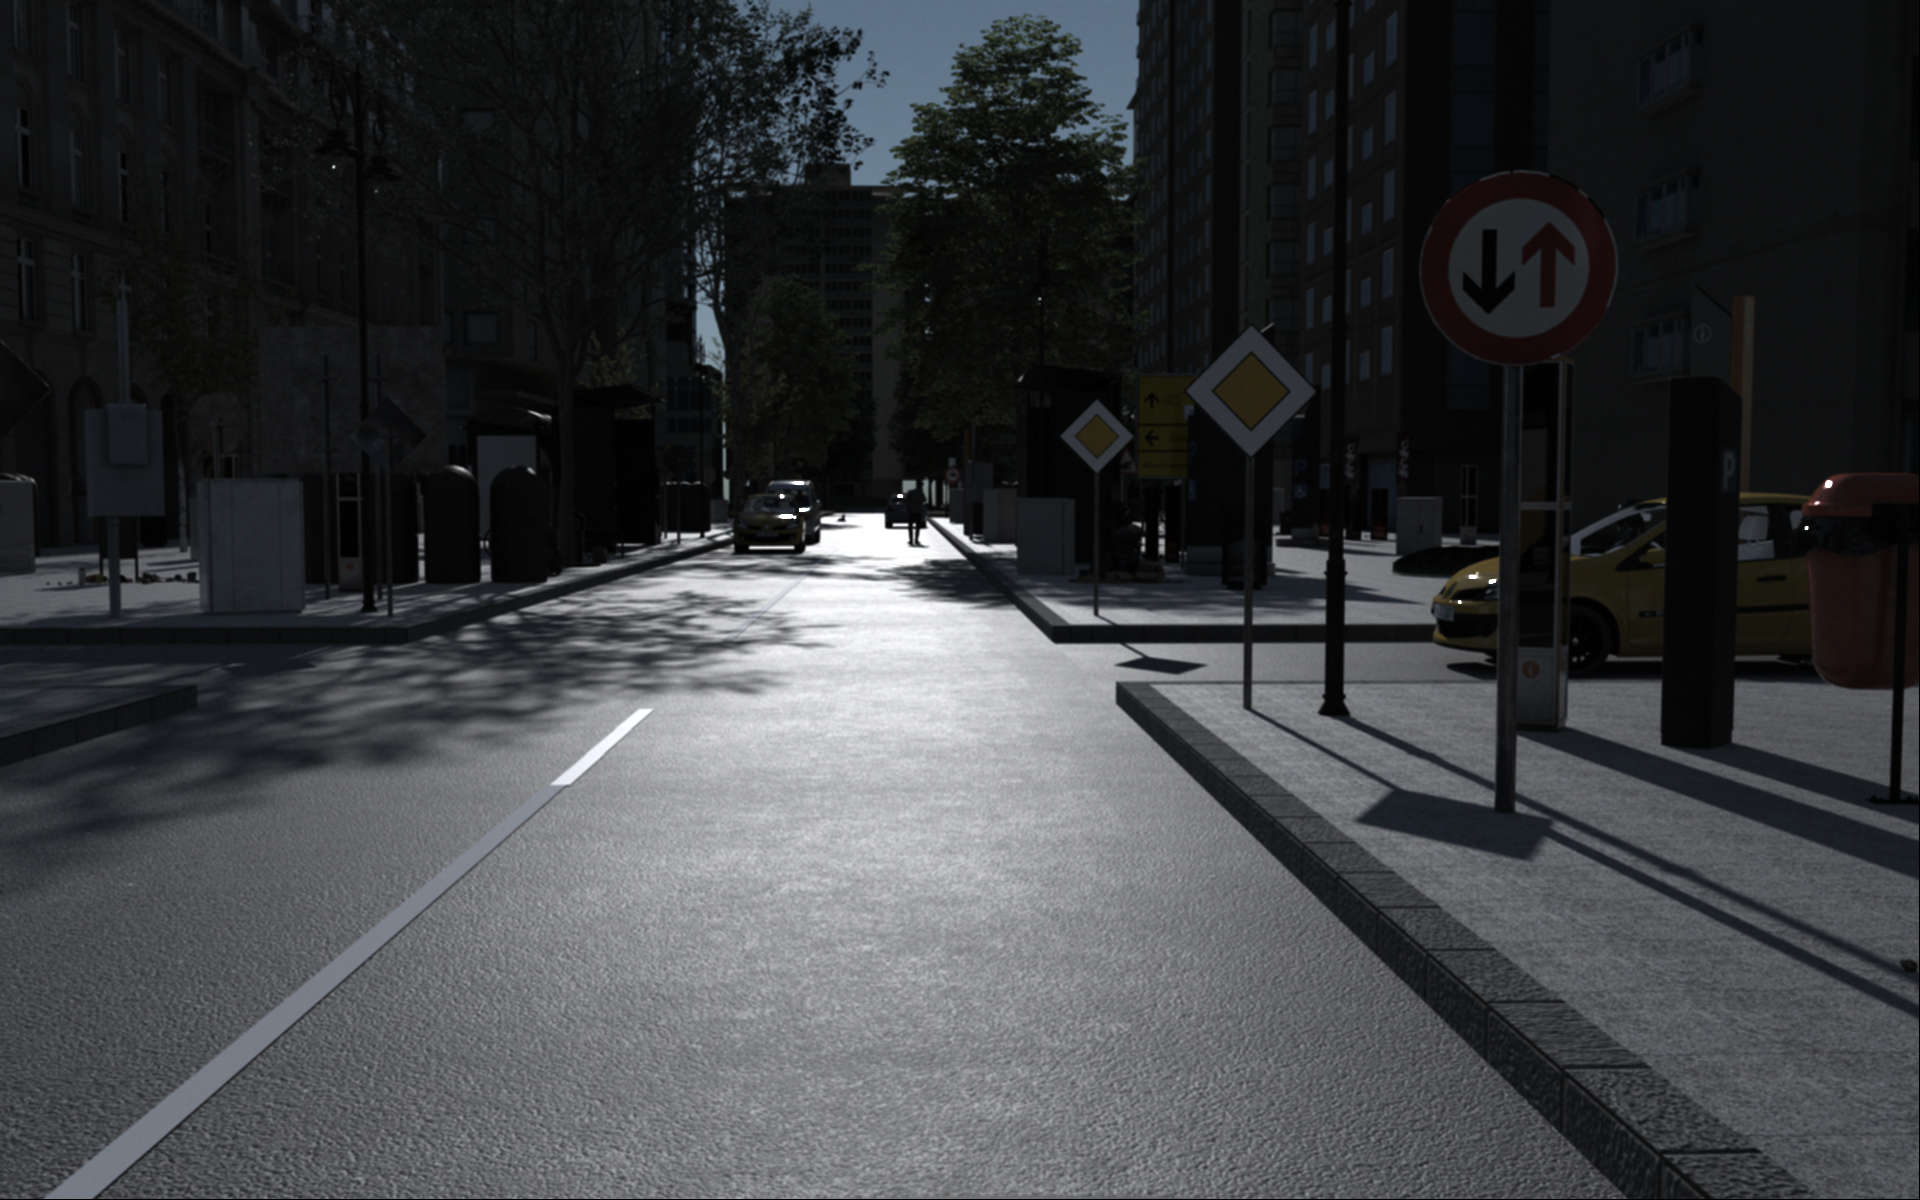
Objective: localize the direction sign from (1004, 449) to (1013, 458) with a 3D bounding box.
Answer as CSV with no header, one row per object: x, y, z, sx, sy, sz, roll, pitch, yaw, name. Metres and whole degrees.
2.407,-5.851,87.656,0.379,3.537,0.876,3,5,41,direction sign

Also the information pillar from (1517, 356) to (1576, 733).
3.149,-0.302,9.436,0.304,2.012,0.304,2,4,28,information pillar

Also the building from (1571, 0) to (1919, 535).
26.033,-25.492,40.500,21.600,48.544,21.300,0,4,-2,building

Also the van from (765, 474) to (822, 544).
-5.053,-2.705,51.238,2.013,2.044,4.112,0,4,-1,van

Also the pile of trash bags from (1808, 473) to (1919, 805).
5.310,0.150,7.301,3.447,1.369,1.912,0,4,4,pile of trash bags

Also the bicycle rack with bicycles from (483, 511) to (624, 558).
-8.151,-1.322,35.003,2.925,0.926,2.852,-2,4,-28,bicycle rack with bicycles

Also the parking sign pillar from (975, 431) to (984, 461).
0.981,-5.309,75.278,1.447,3.967,1.447,-1,4,-10,parking sign pillar

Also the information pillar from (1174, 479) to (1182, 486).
10.301,-5.504,81.348,0.504,3.616,0.183,1,4,21,information pillar

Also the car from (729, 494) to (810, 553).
-4.775,-2.048,43.705,2.015,1.641,3.980,0,4,-3,car

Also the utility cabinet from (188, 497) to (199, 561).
-14.757,-1.380,33.721,0.306,1.237,1.020,-2,4,-33,utility cabinet

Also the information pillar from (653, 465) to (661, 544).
-7.890,-2.444,44.452,0.304,2.012,0.304,1,4,22,information pillar

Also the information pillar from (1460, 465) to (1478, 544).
12.978,-2.426,44.162,0.304,2.012,0.304,-1,4,-13,information pillar

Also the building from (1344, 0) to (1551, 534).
20.684,-25.154,61.372,14.600,45.320,14.200,0,4,-2,building

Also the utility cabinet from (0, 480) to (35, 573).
-15.462,-1.162,27.670,1.173,1.500,0.318,-2,4,-29,utility cabinet

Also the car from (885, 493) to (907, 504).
-3.454,-5.792,103.744,2.155,1.783,4.494,0,4,-1,car

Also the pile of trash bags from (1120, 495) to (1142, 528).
3.004,-2.144,44.811,1.912,1.369,3.447,-3,5,-40,pile of trash bags

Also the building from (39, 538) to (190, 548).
-27.538,-12.268,42.376,13.314,21.916,24.055,0,4,-2,building

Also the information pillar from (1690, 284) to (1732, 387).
8.321,-1.706,19.251,0.183,3.616,0.504,-3,4,-38,information pillar

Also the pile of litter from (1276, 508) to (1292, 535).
10.569,-2.500,54.845,1.176,0.858,1.719,1,4,17,pile of litter

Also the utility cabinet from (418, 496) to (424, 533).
-17.926,-2.794,56.848,1.020,1.237,0.306,2,4,34,utility cabinet

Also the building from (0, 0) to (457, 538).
-28.727,-13.735,66.359,13.314,21.916,24.055,0,4,-2,building

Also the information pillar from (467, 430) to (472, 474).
-14.107,-3.610,50.379,0.183,3.616,0.504,2,4,24,information pillar

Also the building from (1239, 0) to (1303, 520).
20.636,-24.466,83.610,14.154,41.232,14.086,0,4,-2,building

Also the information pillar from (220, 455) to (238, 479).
-13.645,-1.702,32.317,0.304,2.012,0.304,-1,4,-12,information pillar

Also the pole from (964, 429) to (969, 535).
0.207,-3.709,54.493,0.158,3.312,0.155,0,3,0,pole

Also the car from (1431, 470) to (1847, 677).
5.957,-0.252,14.339,3.980,1.641,2.015,0,4,-2,car

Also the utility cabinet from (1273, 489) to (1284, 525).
12.711,-3.817,71.083,1.173,1.500,0.318,3,5,41,utility cabinet

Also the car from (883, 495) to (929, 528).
-2.331,-3.841,74.806,2.014,1.417,4.499,0,4,0,car

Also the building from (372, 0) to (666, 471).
-38.602,-33.644,139.321,27.495,52.752,28.713,0,4,-2,building

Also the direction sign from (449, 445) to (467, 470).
-23.070,-5.360,79.634,0.876,3.537,0.379,1,4,15,direction sign

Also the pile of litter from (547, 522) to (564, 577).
-6.792,-0.806,27.142,1.176,0.858,1.719,1,4,11,pile of litter

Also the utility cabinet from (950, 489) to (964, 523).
0.105,-4.158,76.657,1.173,1.500,0.318,3,4,36,utility cabinet

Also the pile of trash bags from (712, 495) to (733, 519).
-11.991,-4.900,89.871,3.447,1.369,1.912,-3,4,-36,pile of trash bags

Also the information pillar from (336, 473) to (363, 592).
-7.980,-1.112,22.679,0.304,2.012,0.304,-1,4,-11,information pillar

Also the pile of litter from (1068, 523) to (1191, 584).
2.477,-0.687,25.196,1.719,0.858,1.176,1,4,21,pile of litter

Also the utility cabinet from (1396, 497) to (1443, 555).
9.615,-1.537,36.297,0.306,1.237,1.020,-2,4,-33,utility cabinet

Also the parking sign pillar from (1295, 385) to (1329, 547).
8.448,-3.289,42.254,1.447,3.967,1.447,1,4,23,parking sign pillar

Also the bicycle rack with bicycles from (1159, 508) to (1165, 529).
8.184,-3.080,63.733,2.925,0.926,2.852,2,4,23,bicycle rack with bicycles

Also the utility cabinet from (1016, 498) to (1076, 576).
1.368,-1.005,27.599,0.306,1.237,1.020,-3,5,-45,utility cabinet

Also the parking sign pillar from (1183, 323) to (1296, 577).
4.288,-2.385,27.460,1.447,3.967,1.447,-1,4,-14,parking sign pillar

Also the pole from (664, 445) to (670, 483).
-12.121,-4.765,71.746,0.158,3.312,0.155,0,3,0,pole

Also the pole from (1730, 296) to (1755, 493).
8.076,-1.474,17.950,0.158,3.312,0.155,0,3,0,pole

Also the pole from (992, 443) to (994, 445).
1.191,-4.360,65.135,0.158,3.312,0.155,0,3,0,pole
